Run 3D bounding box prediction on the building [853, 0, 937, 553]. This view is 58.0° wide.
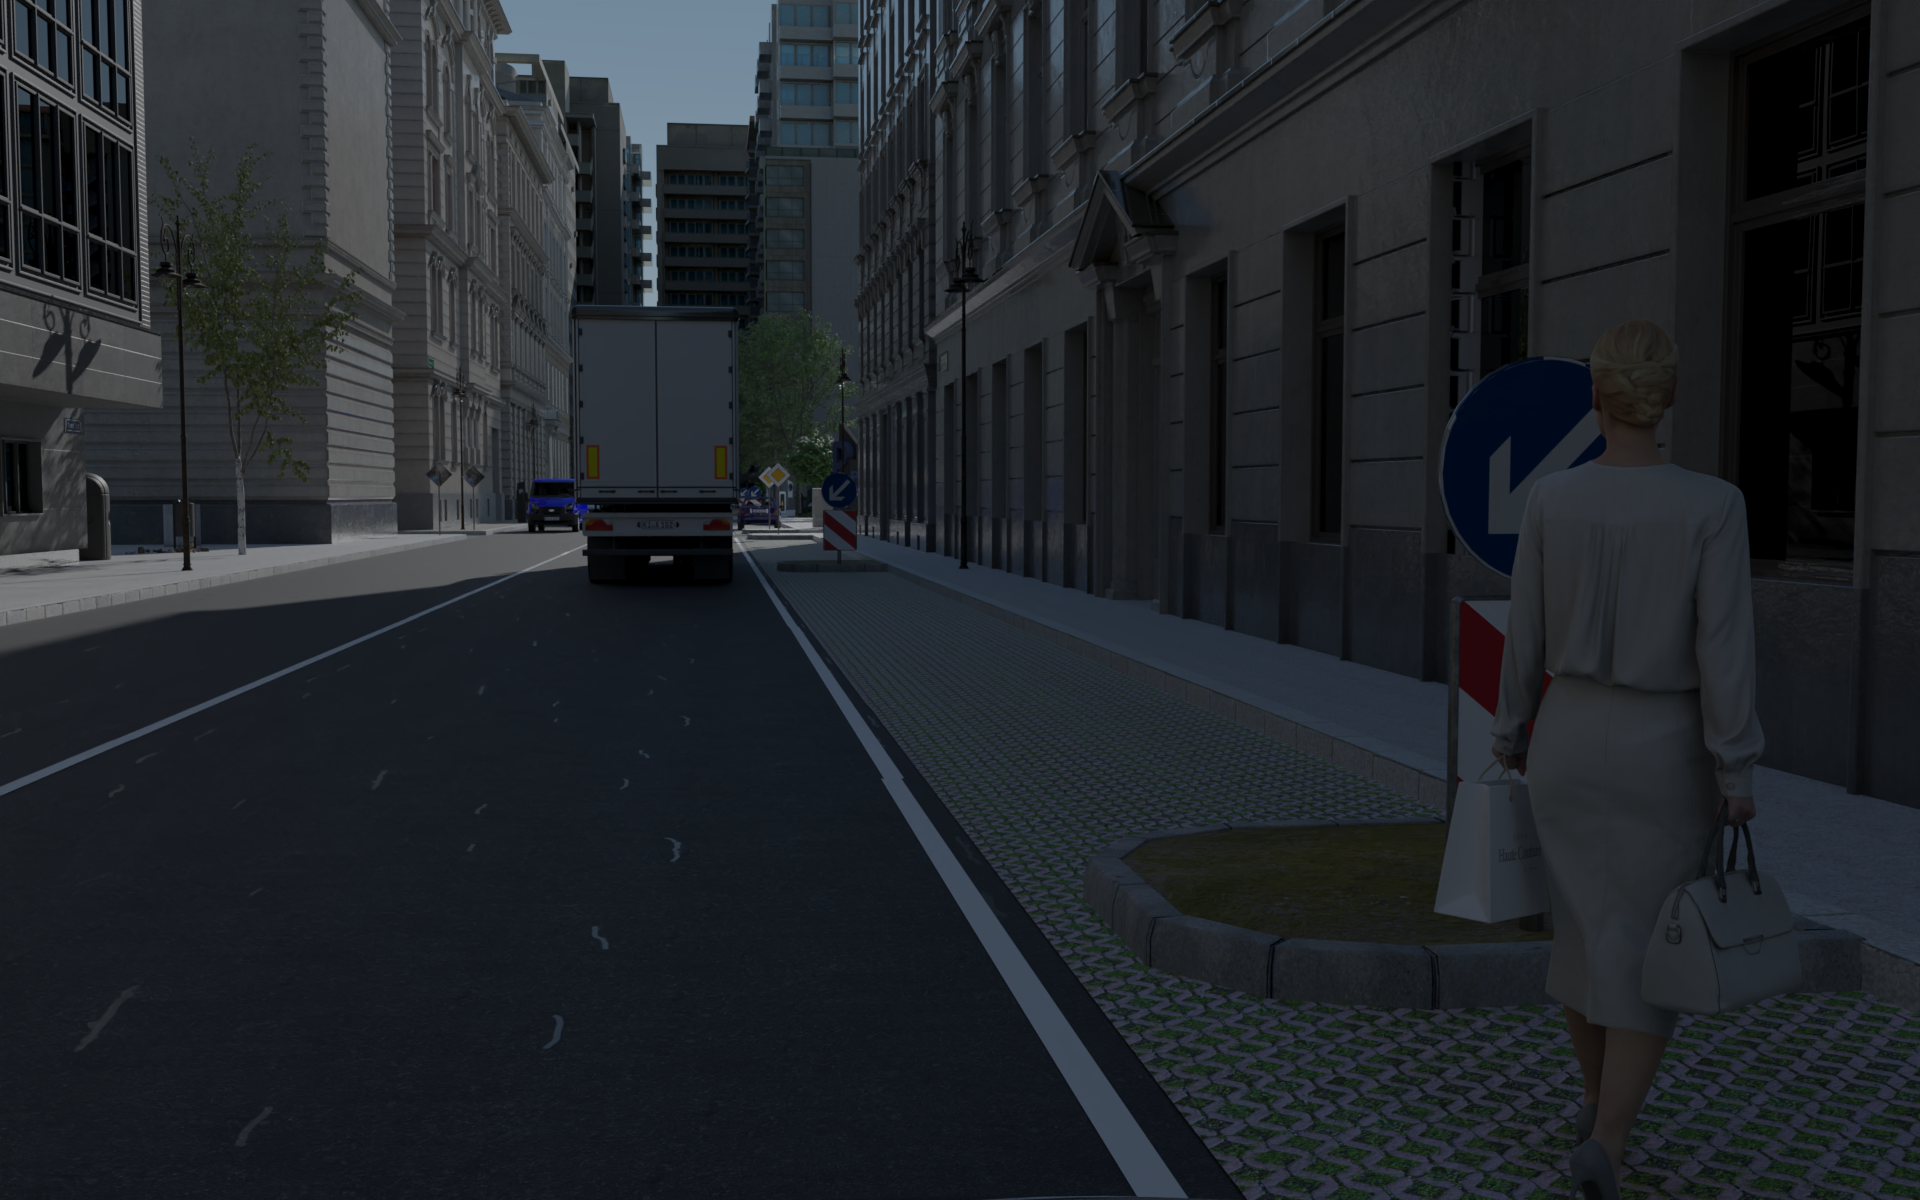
[{"bbox_3d":[2.599,-12.092,46.857,9.793,20.994,18.267,-1,4,-8],"label":"building"}]

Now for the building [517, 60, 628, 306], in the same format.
[{"bbox_3d":[-49.111,-35.119,197.901,21.600,48.544,21.300,-1,4,-8],"label":"building"}]

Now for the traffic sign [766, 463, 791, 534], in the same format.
[{"bbox_3d":[-5.781,-3.148,55.111,0.795,2.450,0.064,-1,4,-8],"label":"traffic sign"}]

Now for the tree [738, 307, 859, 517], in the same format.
[{"bbox_3d":[-9.255,-10.493,97.313,9.928,11.665,9.643,0,3,0],"label":"tree"}]

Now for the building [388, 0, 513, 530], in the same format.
[{"bbox_3d":[-26.634,-17.365,71.310,14.401,28.519,23.554,-1,4,-8],"label":"building"}]

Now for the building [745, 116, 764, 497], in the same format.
[{"bbox_3d":[-13.389,-33.347,199.851,22.147,44.769,28.867,-1,4,-8],"label":"building"}]

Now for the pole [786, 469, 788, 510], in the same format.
[{"bbox_3d":[-13.837,-8.847,138.487,0.158,3.312,0.155,0,3,0],"label":"pole"}]

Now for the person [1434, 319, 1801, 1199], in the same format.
[{"bbox_3d":[1.293,0.328,3.495,0.624,1.780,0.694,-3,4,-39],"label":"person"}]

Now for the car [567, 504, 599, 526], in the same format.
[{"bbox_3d":[-16.770,-4.186,78.224,2.009,1.686,4.222,0,4,-7],"label":"car"}]

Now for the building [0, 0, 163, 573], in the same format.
[{"bbox_3d":[-19.559,-13.738,18.130,14.314,27.812,24.014,-1,4,-8],"label":"building"}]

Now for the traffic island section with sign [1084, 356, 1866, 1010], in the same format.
[{"bbox_3d":[1.481,0.176,5.755,1.989,1.847,2.006,-1,4,-8],"label":"traffic island section with sign"}]

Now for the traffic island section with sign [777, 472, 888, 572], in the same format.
[{"bbox_3d":[-2.420,-1.456,32.428,1.989,1.847,2.006,-1,4,-8],"label":"traffic island section with sign"}]

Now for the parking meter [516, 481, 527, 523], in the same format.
[{"bbox_3d":[-19.569,-4.378,77.285,0.399,1.863,0.255,0,4,-2],"label":"parking meter"}]

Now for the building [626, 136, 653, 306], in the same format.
[{"bbox_3d":[-55.743,-37.184,227.558,30.456,49.044,23.786,-1,4,-8],"label":"building"}]

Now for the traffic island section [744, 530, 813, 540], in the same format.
[{"bbox_3d":[-5.759,-2.013,55.191,2.009,0.180,2.903,-1,4,-8],"label":"traffic island section"}]

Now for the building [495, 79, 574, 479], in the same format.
[{"bbox_3d":[-32.608,-20.006,113.009,13.634,28.700,20.117,-1,4,-8],"label":"building"}]

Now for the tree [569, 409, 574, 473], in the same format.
[{"bbox_3d":[-28.944,-11.171,133.009,4.360,8.622,3.978,0,3,0],"label":"tree"}]

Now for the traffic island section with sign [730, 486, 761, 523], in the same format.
[{"bbox_3d":[-10.476,-4.820,87.433,1.989,1.847,2.006,-1,4,-8],"label":"traffic island section with sign"}]

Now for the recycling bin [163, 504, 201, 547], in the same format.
[{"bbox_3d":[-19.067,-1.829,42.457,0.722,1.027,0.722,-1,4,-13],"label":"recycling bin"}]

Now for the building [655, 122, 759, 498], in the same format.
[{"bbox_3d":[-29.230,-37.101,230.305,21.600,48.544,21.300,-1,4,-8],"label":"building"}]

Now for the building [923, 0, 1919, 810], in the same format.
[{"bbox_3d":[10.383,-14.669,16.250,17.030,29.872,44.131,-1,4,-8],"label":"building"}]

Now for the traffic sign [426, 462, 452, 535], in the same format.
[{"bbox_3d":[-16.119,-3.057,53.623,0.795,2.450,0.064,-1,4,-8],"label":"traffic sign"}]

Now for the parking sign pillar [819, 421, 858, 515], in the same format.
[{"bbox_3d":[-4.174,-4.589,63.508,1.447,3.967,1.447,-2,4,-33],"label":"parking sign pillar"}]

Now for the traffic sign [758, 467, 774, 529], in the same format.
[{"bbox_3d":[-6.938,-3.631,63.012,0.795,2.450,0.064,-1,4,-8],"label":"traffic sign"}]

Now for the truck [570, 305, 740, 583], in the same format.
[{"bbox_3d":[-5.380,-2.600,31.417,2.839,4.237,11.283,-1,4,-9],"label":"truck"}]

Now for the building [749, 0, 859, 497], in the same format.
[{"bbox_3d":[-8.716,-33.693,170.482,23.786,49.044,30.456,-1,4,-8],"label":"building"}]

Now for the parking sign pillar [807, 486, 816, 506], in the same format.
[{"bbox_3d":[-11.248,-8.963,135.024,1.447,3.967,1.447,1,4,21],"label":"parking sign pillar"}]

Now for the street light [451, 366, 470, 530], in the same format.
[{"bbox_3d":[-17.949,-5.479,62.361,0.468,5.910,1.993,-1,4,-8],"label":"street light"}]

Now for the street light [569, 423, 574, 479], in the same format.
[{"bbox_3d":[-25.164,-8.537,112.368,0.468,5.910,1.993,-1,4,-8],"label":"street light"}]

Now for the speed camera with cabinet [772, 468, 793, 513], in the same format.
[{"bbox_3d":[-11.912,-7.449,116.134,0.660,3.252,2.038,1,4,20],"label":"speed camera with cabinet"}]

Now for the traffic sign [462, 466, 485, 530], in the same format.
[{"bbox_3d":[-17.276,-3.540,61.525,0.795,2.450,0.064,-1,4,-8],"label":"traffic sign"}]

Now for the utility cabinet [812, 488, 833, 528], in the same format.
[{"bbox_3d":[-4.947,-3.452,65.115,1.173,1.500,0.318,-1,4,-15],"label":"utility cabinet"}]

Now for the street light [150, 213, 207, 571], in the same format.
[{"bbox_3d":[-12.959,-3.430,28.865,0.468,5.910,1.993,-1,4,-8],"label":"street light"}]

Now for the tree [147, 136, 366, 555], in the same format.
[{"bbox_3d":[-14.947,-5.255,36.274,4.737,8.622,4.395,0,3,0],"label":"tree"}]

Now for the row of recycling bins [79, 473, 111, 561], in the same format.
[{"bbox_3d":[-18.284,-1.633,33.811,3.534,1.692,1.069,1,4,9],"label":"row of recycling bins"}]

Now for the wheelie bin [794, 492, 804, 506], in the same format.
[{"bbox_3d":[-11.588,-7.142,124.679,0.693,1.594,0.980,-1,4,-12],"label":"wheelie bin"}]

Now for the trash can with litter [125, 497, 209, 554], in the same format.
[{"bbox_3d":[-17.446,-1.650,38.027,1.678,1.210,2.233,2,4,31],"label":"trash can with litter"}]

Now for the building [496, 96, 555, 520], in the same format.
[{"bbox_3d":[-28.254,-16.191,93.600,11.050,23.489,19.941,-1,4,-8],"label":"building"}]

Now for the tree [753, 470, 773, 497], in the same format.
[{"bbox_3d":[-15.825,-8.833,139.027,1.663,3.219,1.824,0,3,0],"label":"tree"}]

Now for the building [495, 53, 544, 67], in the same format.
[{"bbox_3d":[-46.777,-27.776,146.014,32.217,40.220,23.993,-1,4,-8],"label":"building"}]

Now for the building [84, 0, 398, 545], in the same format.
[{"bbox_3d":[-25.945,-13.347,47.101,19.941,23.489,11.050,-1,4,-8],"label":"building"}]

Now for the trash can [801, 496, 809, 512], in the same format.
[{"bbox_3d":[-10.042,-6.095,111.299,0.748,1.137,0.748,0,3,0],"label":"trash can"}]

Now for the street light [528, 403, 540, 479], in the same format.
[{"bbox_3d":[-21.558,-7.029,87.713,0.468,5.910,1.993,-1,4,-8],"label":"street light"}]

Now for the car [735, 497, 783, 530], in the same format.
[{"bbox_3d":[-8.103,-3.505,69.879,1.945,1.354,3.894,0,4,-7],"label":"car"}]

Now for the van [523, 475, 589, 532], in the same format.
[{"bbox_3d":[-15.499,-3.815,66.752,2.240,2.365,5.245,0,4,-8],"label":"van"}]

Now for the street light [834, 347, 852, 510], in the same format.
[{"bbox_3d":[-3.692,-5.003,54.583,0.468,5.910,1.993,-1,4,-8],"label":"street light"}]

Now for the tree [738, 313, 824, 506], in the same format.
[{"bbox_3d":[-11.982,-11.654,108.668,7.486,12.596,7.792,0,3,0],"label":"tree"}]

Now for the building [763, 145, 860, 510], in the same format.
[{"bbox_3d":[-9.703,-23.003,147.797,14.160,30.474,14.107,-1,4,-8],"label":"building"}]

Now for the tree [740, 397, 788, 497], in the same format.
[{"bbox_3d":[-14.140,-10.802,126.982,4.737,8.622,4.395,0,3,0],"label":"tree"}]

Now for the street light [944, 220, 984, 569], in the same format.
[{"bbox_3d":[0.065,-3.471,29.544,0.468,5.910,1.993,-1,4,-8],"label":"street light"}]

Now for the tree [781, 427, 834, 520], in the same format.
[{"bbox_3d":[-7.040,-6.181,84.769,4.285,4.588,4.351,0,3,0],"label":"tree"}]

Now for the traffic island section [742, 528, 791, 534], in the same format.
[{"bbox_3d":[-6.916,-2.496,63.092,2.009,0.180,2.903,-1,4,-8],"label":"traffic island section"}]
